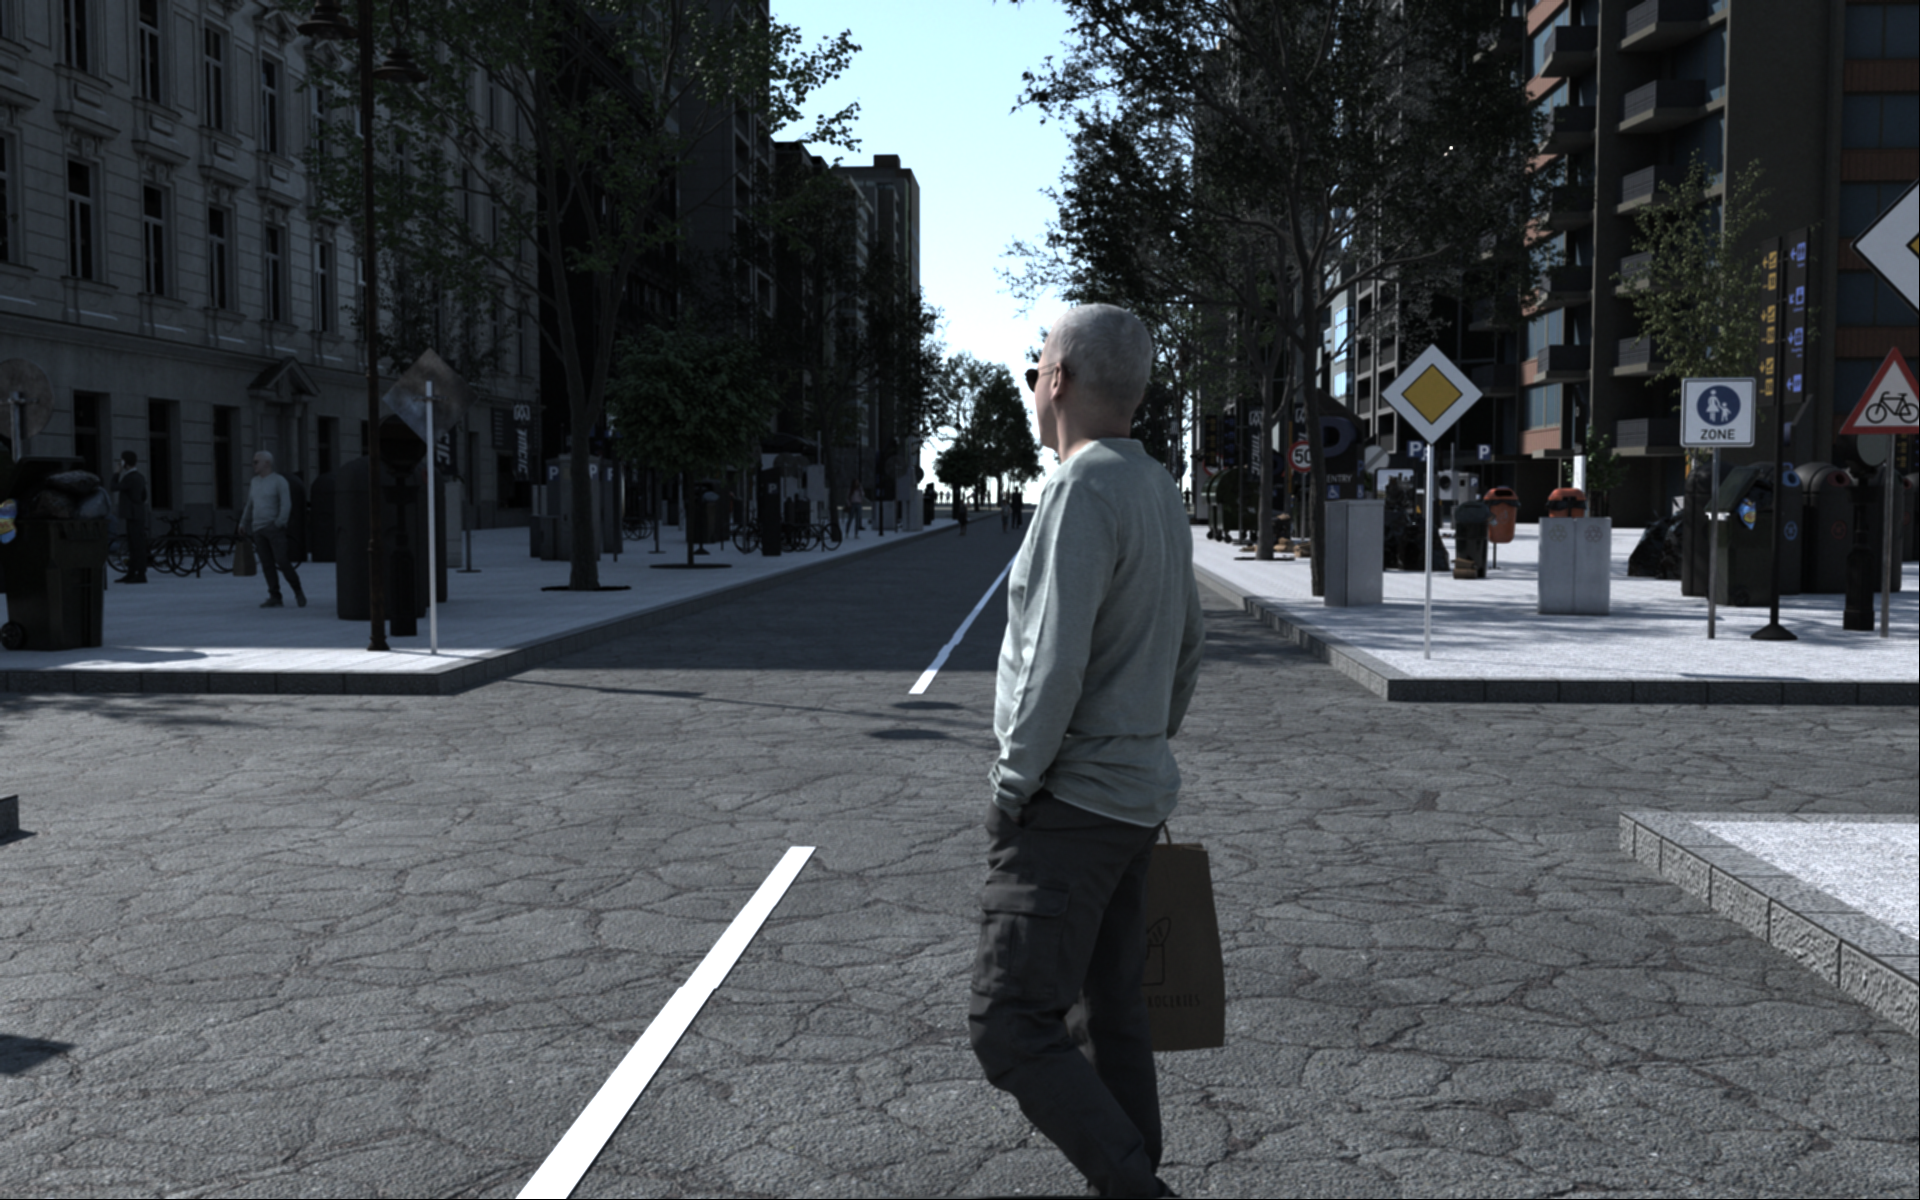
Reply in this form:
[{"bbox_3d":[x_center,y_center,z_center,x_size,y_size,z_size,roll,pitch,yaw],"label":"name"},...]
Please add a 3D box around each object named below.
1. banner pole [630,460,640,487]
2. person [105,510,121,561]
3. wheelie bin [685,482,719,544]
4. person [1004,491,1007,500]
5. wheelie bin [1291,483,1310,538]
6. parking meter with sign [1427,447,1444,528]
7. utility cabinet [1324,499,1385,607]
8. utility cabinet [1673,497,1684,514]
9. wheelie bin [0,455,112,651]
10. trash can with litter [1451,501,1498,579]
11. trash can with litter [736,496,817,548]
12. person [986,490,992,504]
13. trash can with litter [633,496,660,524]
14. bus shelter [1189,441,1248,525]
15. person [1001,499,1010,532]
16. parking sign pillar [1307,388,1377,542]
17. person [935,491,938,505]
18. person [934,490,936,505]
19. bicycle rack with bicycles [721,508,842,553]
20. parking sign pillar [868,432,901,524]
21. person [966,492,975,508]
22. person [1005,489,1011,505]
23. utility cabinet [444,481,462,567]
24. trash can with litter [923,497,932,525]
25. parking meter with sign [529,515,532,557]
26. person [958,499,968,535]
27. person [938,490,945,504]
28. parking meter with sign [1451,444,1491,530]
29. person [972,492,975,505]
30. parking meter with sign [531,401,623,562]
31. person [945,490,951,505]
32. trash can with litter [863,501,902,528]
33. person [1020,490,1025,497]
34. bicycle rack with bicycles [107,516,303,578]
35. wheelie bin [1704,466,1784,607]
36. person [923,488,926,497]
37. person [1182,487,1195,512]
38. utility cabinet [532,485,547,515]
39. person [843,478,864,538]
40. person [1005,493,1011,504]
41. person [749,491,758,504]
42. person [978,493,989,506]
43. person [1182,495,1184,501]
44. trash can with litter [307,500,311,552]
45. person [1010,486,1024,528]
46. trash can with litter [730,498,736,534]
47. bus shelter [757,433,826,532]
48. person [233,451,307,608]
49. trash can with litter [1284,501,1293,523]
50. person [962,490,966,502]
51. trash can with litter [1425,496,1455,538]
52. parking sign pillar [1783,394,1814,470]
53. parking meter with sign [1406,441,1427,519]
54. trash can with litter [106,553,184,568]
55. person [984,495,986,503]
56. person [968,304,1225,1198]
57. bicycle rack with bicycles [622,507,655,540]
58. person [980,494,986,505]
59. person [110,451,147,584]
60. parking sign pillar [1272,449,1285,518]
[{"bbox_3d":[-13.375,-5.015,72.017,0.863,3.779,0.401,-3,5,-43],"label":"banner pole"},{"bbox_3d":[-16.487,-1.319,33.110,0.738,1.151,1.012,0,4,2],"label":"person"},{"bbox_3d":[-6.681,-2.255,44.782,0.980,1.594,0.693,1,4,16],"label":"wheelie bin"},{"bbox_3d":[6.493,-14.480,243.514,0.721,1.743,1.217,2,4,35],"label":"person"},{"bbox_3d":[10.050,-2.595,50.334,0.980,1.594,0.693,0,4,-4],"label":"wheelie bin"},{"bbox_3d":[17.555,-4.164,64.340,0.543,3.016,1.738,2,4,30],"label":"parking meter with sign"},{"bbox_3d":[4.557,-0.543,20.034,0.306,1.237,1.020,3,4,37],"label":"utility cabinet"},{"bbox_3d":[18.633,-2.019,44.176,0.306,1.237,1.020,-1,4,-19],"label":"utility cabinet"},{"bbox_3d":[-7.501,-0.398,14.413,0.693,1.594,0.980,1,4,19],"label":"wheelie bin"},{"bbox_3d":[7.825,-0.917,26.386,0.624,1.170,1.055,1,4,22],"label":"trash can with litter"},{"bbox_3d":[-4.321,-1.895,42.033,1.678,1.210,2.233,0,4,4],"label":"trash can with litter"},{"bbox_3d":[3.581,-12.636,213.427,0.721,1.735,1.217,-3,4,-36],"label":"person"},{"bbox_3d":[-13.890,-3.948,75.610,1.678,1.210,2.233,0,4,-5],"label":"trash can with litter"},{"bbox_3d":[10.294,-4.578,68.766,2.014,3.302,5.546,0,4,4],"label":"bus shelter"},{"bbox_3d":[1.718,-3.163,64.892,0.332,1.250,0.352,1,4,23],"label":"person"},{"bbox_3d":[9.470,-3.362,43.441,1.447,3.967,1.447,3,5,41],"label":"parking sign pillar"},{"bbox_3d":[-2.709,-11.953,202.946,0.415,1.643,0.593,0,4,-7],"label":"person"},{"bbox_3d":[-3.112,-12.452,210.078,0.683,1.767,0.568,1,4,20],"label":"person"},{"bbox_3d":[-4.036,-1.566,38.994,2.925,0.926,2.852,-2,4,-25],"label":"bicycle rack with bicycles"},{"bbox_3d":[-3.266,-5.282,74.836,1.447,3.967,1.447,1,4,15],"label":"parking sign pillar"},{"bbox_3d":[0.940,-8.930,155.233,0.628,1.438,0.799,2,4,29],"label":"person"},{"bbox_3d":[5.399,-11.529,194.553,0.705,1.823,1.348,2,4,31],"label":"person"},{"bbox_3d":[-9.023,-1.344,30.658,0.318,1.500,1.173,-1,4,-19],"label":"utility cabinet"},{"bbox_3d":[-1.470,-3.697,71.830,0.624,1.170,1.055,0,4,-2],"label":"trash can with litter"},{"bbox_3d":[-8.190,-2.410,35.668,0.543,3.016,1.738,1,4,23],"label":"parking meter with sign"},{"bbox_3d":[0.093,-2.872,60.119,0.362,1.253,0.373,3,4,37],"label":"person"},{"bbox_3d":[-2.356,-12.976,218.332,1.348,1.807,0.705,1,4,20],"label":"person"},{"bbox_3d":[18.090,-3.994,61.569,0.543,3.016,1.738,-1,4,-18],"label":"parking meter with sign"},{"bbox_3d":[1.552,-11.734,197.760,0.599,1.838,0.709,2,4,27],"label":"person"},{"bbox_3d":[-7.276,-2.254,33.121,1.738,3.016,0.543,2,4,26],"label":"parking meter with sign"},{"bbox_3d":[-1.388,-11.680,197.943,0.756,1.711,0.436,3,4,37],"label":"person"},{"bbox_3d":[-2.559,-3.360,65.992,2.233,1.210,1.678,0,4,0],"label":"trash can with litter"},{"bbox_3d":[8.165,-13.896,233.242,1.348,1.824,0.705,1,4,13],"label":"person"},{"bbox_3d":[-12.461,-0.877,27.715,2.925,0.926,2.852,1,4,14],"label":"bicycle rack with bicycles"},{"bbox_3d":[9.035,-0.738,19.970,0.693,1.594,0.980,0,4,-2],"label":"wheelie bin"},{"bbox_3d":[-2.634,-7.679,132.517,0.530,1.710,0.541,-2,4,-27],"label":"person"},{"bbox_3d":[16.709,-7.411,127.239,1.348,1.821,0.705,1,4,23],"label":"person"},{"bbox_3d":[-10.200,-2.149,43.812,1.173,1.500,0.318,-1,4,-19],"label":"utility cabinet"},{"bbox_3d":[-3.110,-2.675,50.364,0.593,1.750,0.643,-1,4,-15],"label":"person"},{"bbox_3d":[6.248,-12.898,217.641,1.217,1.743,0.721,-2,4,-24],"label":"person"},{"bbox_3d":[-11.995,-5.923,103.565,1.217,1.739,0.721,0,4,5],"label":"person"},{"bbox_3d":[2.425,-11.057,186.963,1.348,1.807,0.705,1,4,22],"label":"person"},{"bbox_3d":[28.856,-13.215,225.336,0.697,1.427,0.421,1,4,11],"label":"person"},{"bbox_3d":[-14.260,-1.632,38.072,0.624,1.170,1.055,1,4,15],"label":"trash can with litter"},{"bbox_3d":[2.374,-3.878,72.325,0.576,1.772,0.534,0,4,2],"label":"person"},{"bbox_3d":[-7.456,-2.743,55.905,2.233,1.210,1.678,-1,4,-9],"label":"trash can with litter"},{"bbox_3d":[-5.816,-4.035,59.902,2.014,3.302,5.546,0,4,3],"label":"bus shelter"},{"bbox_3d":[-7.862,-0.801,19.633,0.782,1.767,0.515,1,4,22],"label":"person"},{"bbox_3d":[14.331,-3.944,75.867,0.624,1.170,1.055,-1,4,-13],"label":"trash can with litter"},{"bbox_3d":[0.416,-11.030,187.308,0.530,1.710,0.541,3,4,39],"label":"person"},{"bbox_3d":[14.023,-2.427,50.740,1.678,1.210,2.233,-2,4,-27],"label":"trash can with litter"},{"bbox_3d":[22.400,-3.546,46.447,1.447,3.967,1.447,3,5,44],"label":"parking sign pillar"},{"bbox_3d":[14.850,-3.733,57.289,0.543,3.016,1.738,0,4,2],"label":"parking meter with sign"},{"bbox_3d":[-14.661,-1.205,30.757,1.678,1.210,2.233,-3,4,-39],"label":"trash can with litter"},{"bbox_3d":[3.556,-14.465,245.766,0.991,1.433,0.599,-3,4,-37],"label":"person"},{"bbox_3d":[0.307,0.358,3.130,0.515,1.767,0.782,1,4,22],"label":"person"},{"bbox_3d":[-9.793,-2.140,48.368,2.925,0.926,2.852,-1,4,-22],"label":"bicycle rack with bicycles"},{"bbox_3d":[2.491,-12.002,202.991,1.217,1.736,0.721,0,4,8],"label":"person"},{"bbox_3d":[-11.958,-1.193,24.912,0.474,1.900,0.648,-1,4,-22],"label":"person"},{"bbox_3d":[15.244,-5.875,84.528,1.447,3.967,1.447,0,4,-6],"label":"parking sign pillar"}]
